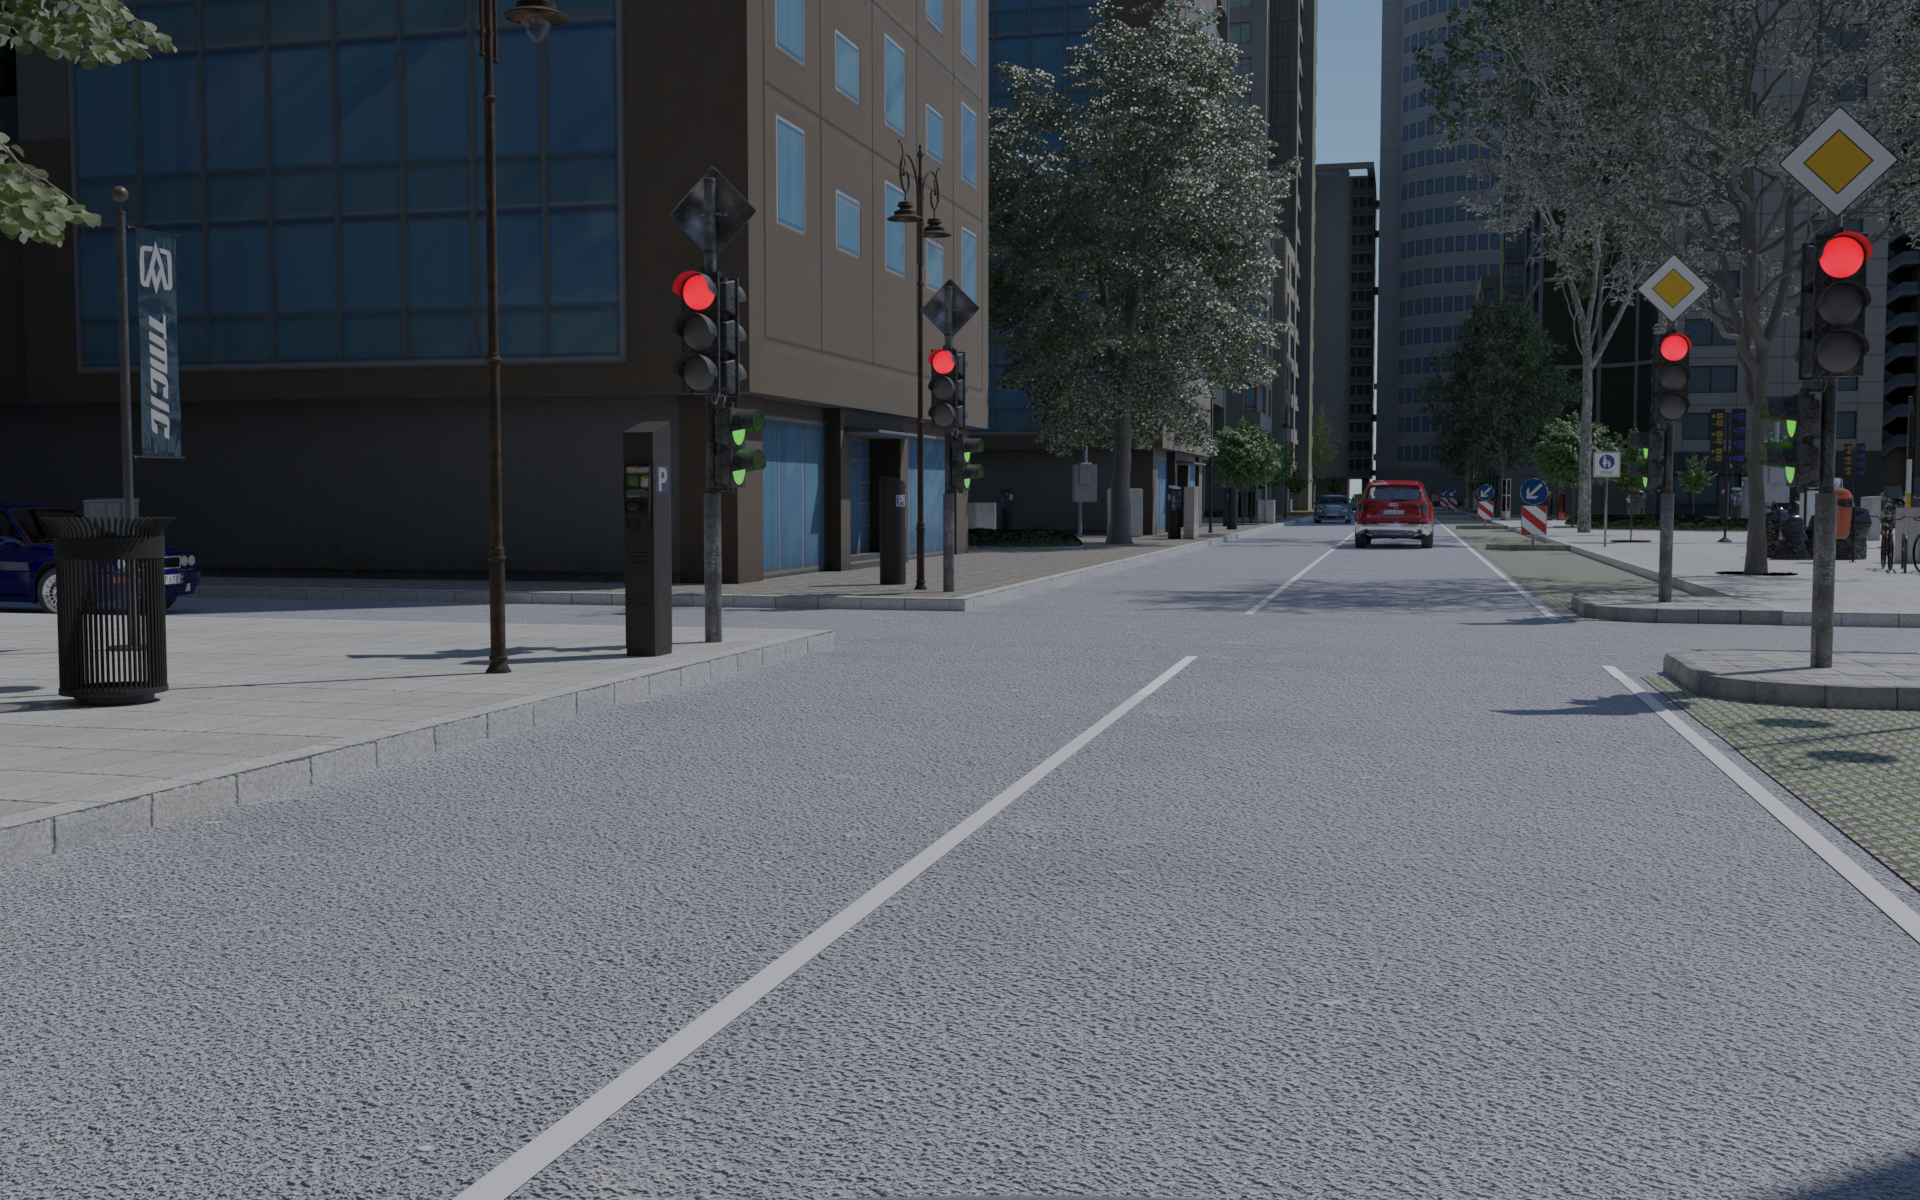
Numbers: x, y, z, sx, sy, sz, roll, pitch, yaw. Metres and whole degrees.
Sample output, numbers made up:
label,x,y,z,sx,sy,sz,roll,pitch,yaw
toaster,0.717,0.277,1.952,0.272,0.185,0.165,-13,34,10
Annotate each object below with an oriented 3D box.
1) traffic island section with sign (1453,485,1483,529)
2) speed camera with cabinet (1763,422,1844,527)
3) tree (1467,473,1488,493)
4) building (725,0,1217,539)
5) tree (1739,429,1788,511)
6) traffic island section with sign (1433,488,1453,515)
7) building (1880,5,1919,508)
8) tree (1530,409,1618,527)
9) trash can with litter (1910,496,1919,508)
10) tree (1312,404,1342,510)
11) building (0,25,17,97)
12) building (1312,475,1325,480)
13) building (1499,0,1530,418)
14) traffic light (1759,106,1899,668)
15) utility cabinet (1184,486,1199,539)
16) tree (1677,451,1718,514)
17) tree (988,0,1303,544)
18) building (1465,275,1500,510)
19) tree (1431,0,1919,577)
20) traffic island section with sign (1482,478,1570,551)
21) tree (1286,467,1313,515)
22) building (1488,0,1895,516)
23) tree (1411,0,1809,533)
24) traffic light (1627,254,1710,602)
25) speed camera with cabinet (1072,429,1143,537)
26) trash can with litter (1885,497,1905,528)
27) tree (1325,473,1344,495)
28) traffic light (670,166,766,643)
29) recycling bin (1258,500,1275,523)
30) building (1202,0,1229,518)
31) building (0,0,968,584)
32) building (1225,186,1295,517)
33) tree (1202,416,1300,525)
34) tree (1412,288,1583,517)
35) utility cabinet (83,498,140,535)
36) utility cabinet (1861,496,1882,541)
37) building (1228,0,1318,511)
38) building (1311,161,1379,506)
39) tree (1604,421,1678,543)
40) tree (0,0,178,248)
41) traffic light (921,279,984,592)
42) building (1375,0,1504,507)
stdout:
label,x,y,z,sx,sy,sz,roll,pitch,yaw
traffic island section with sign,21.341,-3.804,70.830,1.989,1.847,2.006,1,4,14
speed camera with cabinet,22.231,-3.145,45.760,2.038,3.252,0.660,1,4,11
tree,38.214,-8.156,127.945,1.663,3.219,1.824,0,3,0
building,1.319,-25.108,60.622,14.600,45.320,14.200,1,4,14
tree,39.580,-6.138,84.070,4.285,4.588,4.351,0,3,0
traffic island section with sign,33.904,-6.792,119.672,1.989,1.847,2.006,1,4,14
building,83.275,-30.467,148.251,14.200,45.320,14.600,1,4,14
tree,23.747,-5.094,66.997,4.285,4.588,4.351,0,3,0
trash can with litter,46.502,-4.522,84.990,2.233,1.210,1.678,3,5,41
tree,29.082,-11.709,141.808,4.737,8.622,4.395,0,3,0
building,-21.461,-16.074,34.515,14.107,30.474,14.160,1,4,14
building,19.064,-31.001,161.496,28.867,44.769,22.147,1,4,14
building,47.072,-27.150,127.505,14.154,41.232,14.086,1,4,14
traffic light,6.369,-1.456,12.734,0.839,4.253,0.868,1,4,14
utility cabinet,6.620,-2.507,49.664,0.318,1.500,1.173,1,4,14
tree,32.484,-5.029,76.820,1.663,3.219,1.824,0,3,0
tree,4.139,-8.422,44.351,9.857,13.997,8.962,0,3,0
building,58.035,-18.496,147.445,27.650,21.520,28.899,1,4,14
tree,12.586,-7.146,27.207,12.009,13.543,11.850,0,3,0
traffic island section with sign,14.540,-2.188,44.396,1.989,1.847,2.006,1,4,14
tree,20.872,-6.938,108.045,1.663,3.219,1.824,0,3,0
building,44.851,-40.999,108.588,20.563,71.187,20.611,1,4,14
tree,21.988,-12.251,56.187,12.611,20.169,13.585,0,3,0
traffic light,8.358,-1.930,20.468,0.839,4.253,0.868,1,4,14
speed camera with cabinet,4.384,-3.496,51.503,2.038,3.252,0.660,0,4,-4
trash can with litter,35.379,-3.294,65.239,1.055,1.170,0.624,-2,4,-35
tree,34.209,-10.025,158.505,1.663,3.219,1.824,0,3,0
traffic light,-2.121,-1.589,14.893,0.839,4.253,0.868,1,4,14
recycling bin,13.441,-3.879,75.970,0.722,1.027,0.722,1,4,14
building,1.759,-28.342,87.101,21.300,48.544,21.600,1,4,14
building,-7.835,-23.319,31.385,14.600,45.320,14.200,1,4,14
building,7.080,-16.473,114.377,27.650,21.520,28.899,1,4,14
tree,11.792,-5.423,72.380,4.285,4.588,4.351,0,3,0
tree,30.308,-11.005,96.943,9.611,12.733,9.660,0,3,0
utility cabinet,-12.483,-0.876,25.485,1.020,1.237,0.306,2,4,35
utility cabinet,25.266,-2.258,48.086,0.306,1.237,1.020,1,4,14
building,19.693,-27.469,132.718,14.154,41.232,14.086,1,4,14
building,34.702,-30.763,194.854,23.993,40.220,32.217,1,4,14
tree,17.871,-3.141,45.951,1.663,3.219,1.824,0,3,0
tree,-6.041,-5.369,5.914,7.486,12.596,7.792,0,3,0
traffic light,-0.132,-2.062,22.627,0.839,4.253,0.868,1,4,14
building,58.505,-39.148,182.063,28.212,58.520,21.231,1,4,14
